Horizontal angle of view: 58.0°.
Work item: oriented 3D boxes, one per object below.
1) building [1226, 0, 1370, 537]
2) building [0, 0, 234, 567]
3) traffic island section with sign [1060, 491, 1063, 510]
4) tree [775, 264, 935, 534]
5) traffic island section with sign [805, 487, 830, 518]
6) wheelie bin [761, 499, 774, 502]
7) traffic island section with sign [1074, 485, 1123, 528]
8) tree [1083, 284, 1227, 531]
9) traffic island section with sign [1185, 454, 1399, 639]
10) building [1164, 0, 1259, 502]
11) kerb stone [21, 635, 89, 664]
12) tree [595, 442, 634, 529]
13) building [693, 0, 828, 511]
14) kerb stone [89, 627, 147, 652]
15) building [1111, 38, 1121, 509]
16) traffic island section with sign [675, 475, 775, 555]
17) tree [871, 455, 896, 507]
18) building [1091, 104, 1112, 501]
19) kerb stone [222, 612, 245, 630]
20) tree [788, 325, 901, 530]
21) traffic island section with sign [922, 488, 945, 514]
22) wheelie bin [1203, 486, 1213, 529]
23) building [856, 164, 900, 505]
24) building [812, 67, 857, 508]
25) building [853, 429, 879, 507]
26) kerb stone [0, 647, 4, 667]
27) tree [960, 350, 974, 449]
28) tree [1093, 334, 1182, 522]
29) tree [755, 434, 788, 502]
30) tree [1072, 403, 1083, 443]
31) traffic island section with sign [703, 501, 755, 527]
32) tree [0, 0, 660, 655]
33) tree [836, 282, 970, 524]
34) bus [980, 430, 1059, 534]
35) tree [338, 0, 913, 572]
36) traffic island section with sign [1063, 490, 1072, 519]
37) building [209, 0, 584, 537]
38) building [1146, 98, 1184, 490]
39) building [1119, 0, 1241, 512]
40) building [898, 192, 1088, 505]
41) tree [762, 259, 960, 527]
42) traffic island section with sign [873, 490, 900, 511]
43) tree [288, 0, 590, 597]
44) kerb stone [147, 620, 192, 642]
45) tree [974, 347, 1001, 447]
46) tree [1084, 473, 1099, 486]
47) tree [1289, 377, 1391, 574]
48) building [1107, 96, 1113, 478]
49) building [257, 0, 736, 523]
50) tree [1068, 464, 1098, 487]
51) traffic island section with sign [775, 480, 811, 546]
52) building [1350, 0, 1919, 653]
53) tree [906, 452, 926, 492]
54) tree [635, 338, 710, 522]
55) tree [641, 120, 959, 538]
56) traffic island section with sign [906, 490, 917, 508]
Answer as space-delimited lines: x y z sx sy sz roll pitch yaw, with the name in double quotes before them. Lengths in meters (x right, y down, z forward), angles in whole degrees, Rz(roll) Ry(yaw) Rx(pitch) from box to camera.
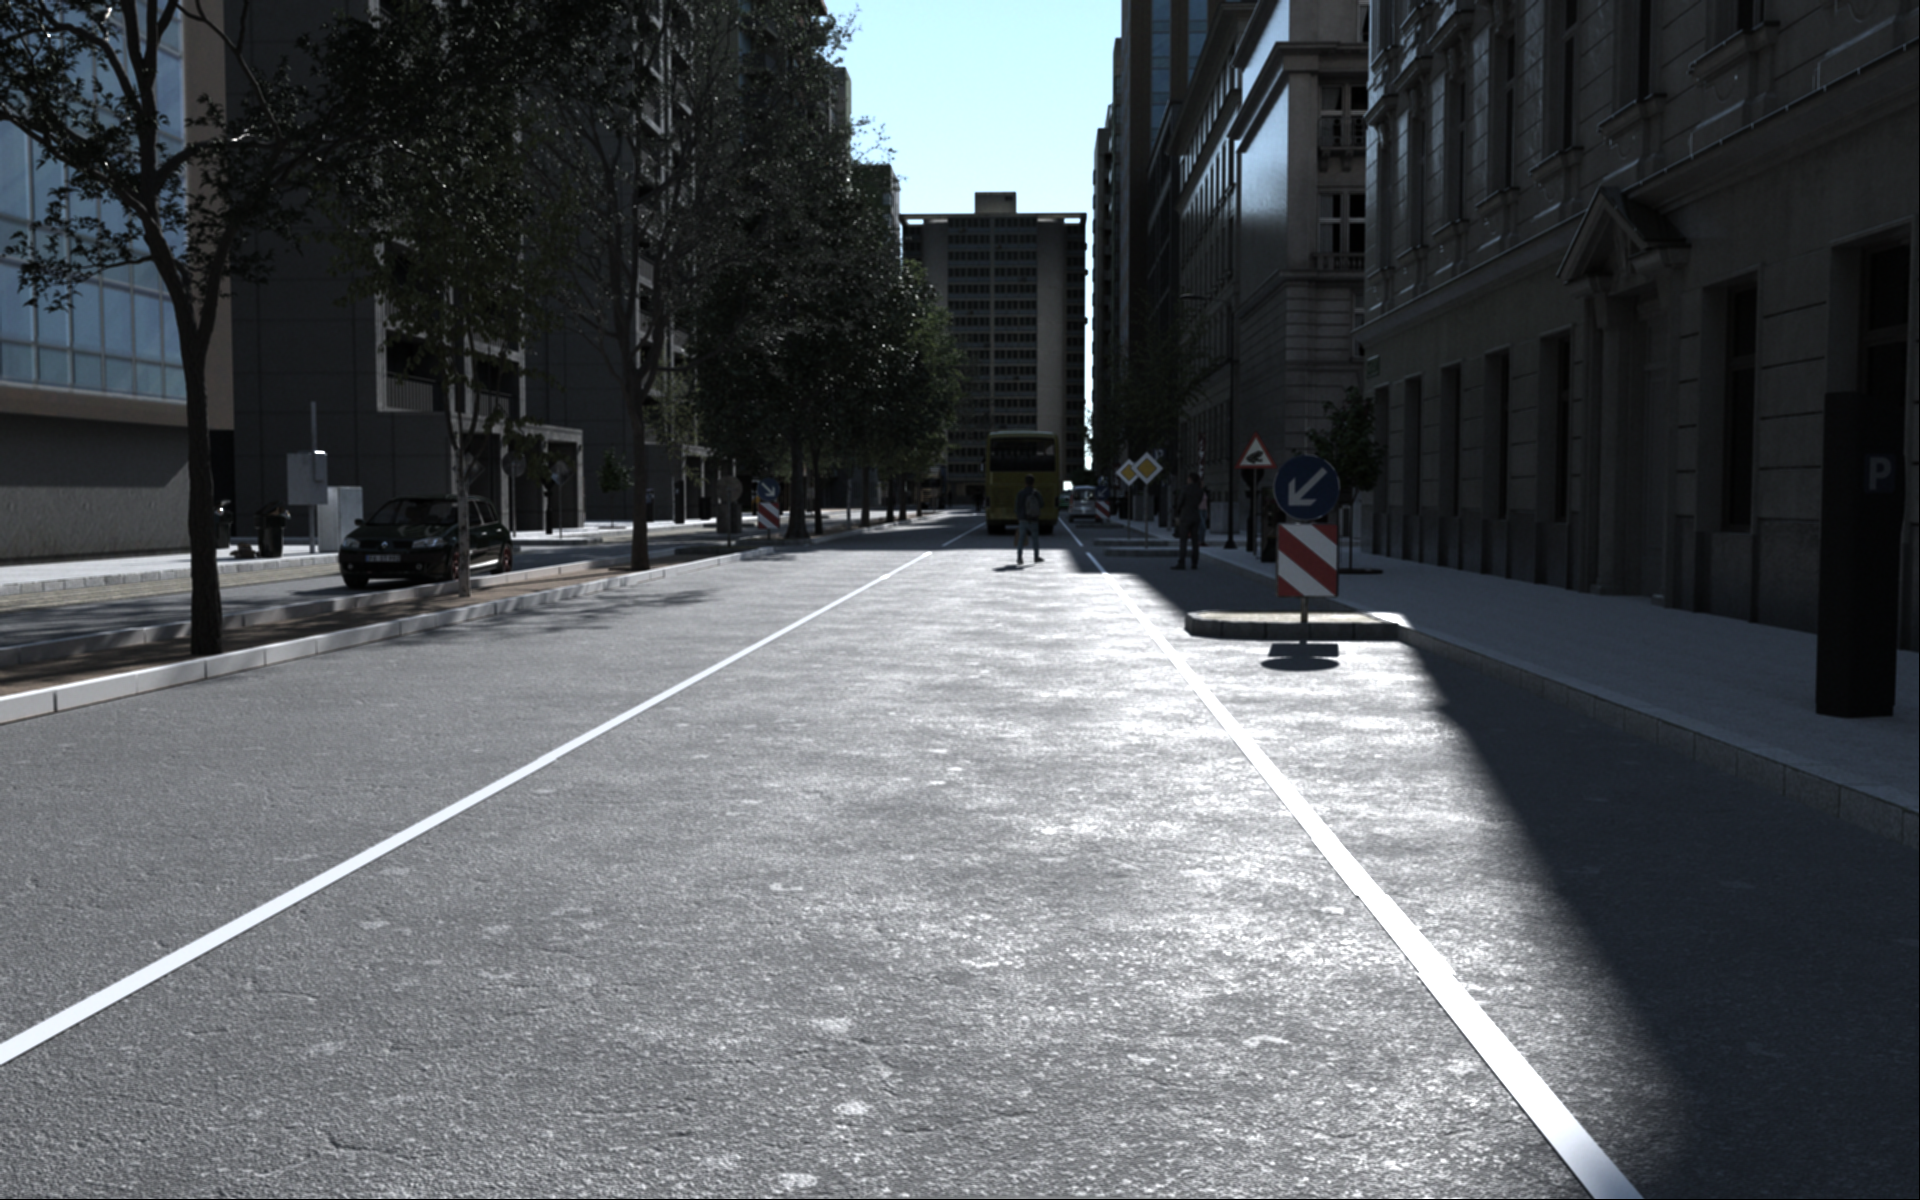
"building" 21.352 -13.091 55.837 24.055 21.916 13.314 0 4 3
"building" -23.532 -23.278 30.708 14.200 45.320 14.600 0 4 3
"traffic island section with sign" 10.671 -10.377 178.289 1.989 1.847 2.006 0 4 3
"tree" -4.949 -7.606 61.225 8.767 10.594 7.601 0 4 3
"traffic island section with sign" -8.719 -5.719 102.131 1.989 1.847 2.006 0 4 3
"wheelie bin" -11.828 -6.008 106.135 0.980 1.594 0.693 2 4 24
"traffic island section with sign" 5.898 -3.962 73.402 1.989 1.847 2.006 0 4 3
"tree" 7.067 -6.721 60.249 4.737 8.622 4.395 0 3 0
"traffic island section with sign" 3.388 -0.577 18.066 1.989 1.847 2.006 0 4 3
"building" 18.984 -15.310 83.607 16.112 22.955 30.059 0 4 3
"kerb stone" -7.912 0.439 15.023 0.120 0.150 1.000 0 4 3
"tree" -12.949 -4.262 64.279 1.663 3.219 1.824 0 3 0
"building" -22.499 -29.646 139.344 22.147 44.769 28.867 0 4 3
"kerb stone" -7.875 0.376 16.045 0.120 0.150 1.000 0 4 3
"building" 20.879 -29.071 158.905 14.154 41.232 14.086 0 4 3
"traffic island section with sign" -5.653 -2.043 41.548 2.006 1.907 1.989 0 4 3
"tree" -7.567 -13.646 173.472 4.737 8.622 4.395 0 3 0
"building" 27.437 -36.385 218.592 21.600 48.544 21.300 0 4 3
"kerb stone" -7.783 0.251 18.099 0.120 0.150 1.000 0 4 3
"tree" -4.403 -7.074 68.484 4.360 8.622 3.978 0 3 0
"traffic island section with sign" -1.901 -7.087 124.008 2.006 1.907 1.989 0 4 3
"wheelie bin" 8.922 -3.435 64.063 0.693 1.594 0.980 -2 4 -29
"building" -14.865 -32.673 217.790 14.086 41.232 14.154 0 4 3
"building" -17.742 -29.217 161.287 14.154 41.232 14.086 0 4 3
"building" -24.442 -20.830 185.612 28.899 21.520 27.650 0 4 3
"kerb stone" -7.965 0.501 14.000 0.120 0.150 1.000 0 4 3
"tree" -3.145 -10.517 92.531 7.486 12.596 7.792 0 3 0
"tree" 8.193 -7.844 78.610 4.360 8.622 3.978 0 3 0
"tree" -11.805 -9.797 110.541 4.360 8.622 3.978 0 3 0
"tree" 9.343 -9.678 108.598 4.737 8.622 4.395 0 3 0
"traffic island section with sign" -9.968 -4.063 75.062 1.989 1.847 2.006 0 4 3
"tree" -6.674 -4.807 15.470 8.767 10.594 7.601 0 4 3
"tree" -3.307 -9.514 83.768 9.928 11.665 9.643 0 3 0
"bus" 2.212 -4.511 65.298 2.896 3.916 12.252 0 4 1
"tree" -5.944 -7.276 31.783 12.009 13.543 11.850 0 3 0
"traffic island section with sign" 7.165 -5.654 101.067 1.989 1.847 2.006 0 4 3
"building" -24.778 -38.027 59.990 20.563 71.187 20.611 0 4 3
"building" 19.685 -19.414 110.923 14.314 27.812 24.014 0 4 3
"building" 19.313 -29.376 130.403 14.600 45.320 14.200 0 4 3
"building" 4.541 -32.627 225.331 23.993 40.220 32.217 0 4 3
"tree" -4.160 -9.410 74.439 7.486 12.596 7.792 0 3 0
"traffic island section with sign" -6.487 -8.721 151.209 1.989 1.847 2.006 0 4 3
"tree" -6.835 -4.323 23.506 4.737 8.622 4.395 0 3 0
"kerb stone" -7.827 0.320 17.069 0.120 0.150 1.000 0 4 3
"tree" -2.533 -11.938 108.018 12.009 13.543 11.850 0 3 0
"tree" 11.561 -9.387 148.079 1.663 3.219 1.824 0 3 0
"tree" 6.468 -2.058 28.250 1.663 3.219 1.824 0 3 0
"building" 27.003 -34.319 180.728 23.786 49.044 30.456 0 4 3
"building" -23.267 -40.062 93.265 20.563 71.187 20.611 0 4 3
"tree" 14.270 -13.270 200.683 4.285 4.588 4.351 0 3 0
"traffic island section with sign" -5.307 -2.496 48.947 2.006 1.907 1.989 0 4 3
"building" 15.763 -14.634 15.678 17.030 29.872 44.131 0 4 3
"tree" -3.274 -8.997 99.923 4.360 8.622 3.978 0 3 0
"tree" -13.072 -7.875 79.117 4.360 8.622 3.978 0 3 0
"tree" -4.949 -8.134 52.461 9.611 12.733 9.660 0 3 0
"traffic island section with sign" -5.272 -10.368 178.137 1.989 1.847 2.006 0 4 3
